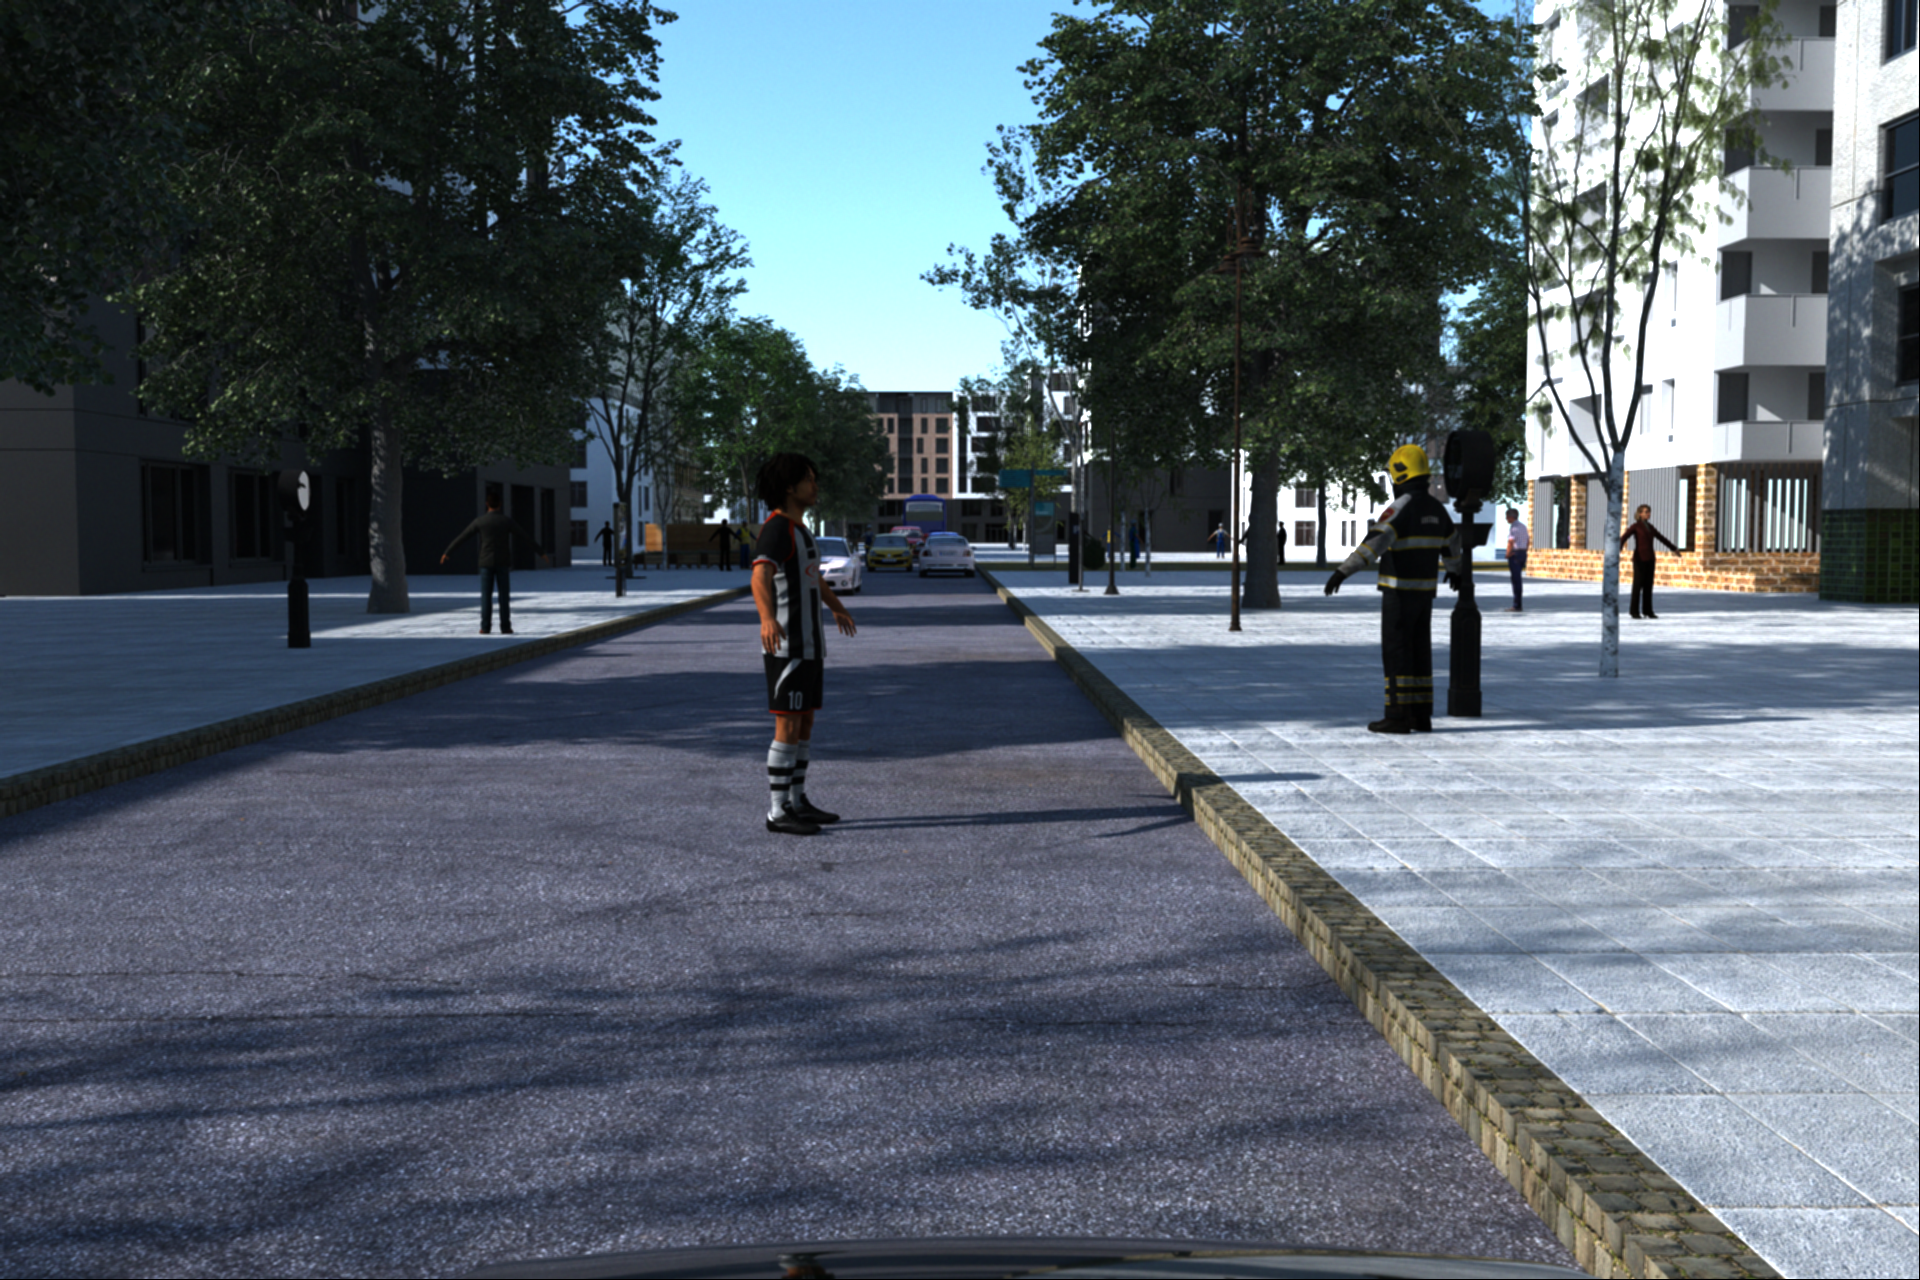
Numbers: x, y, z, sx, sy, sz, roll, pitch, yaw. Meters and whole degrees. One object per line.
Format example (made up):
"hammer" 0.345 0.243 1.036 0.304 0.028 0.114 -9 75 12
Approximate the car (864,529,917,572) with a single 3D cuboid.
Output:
"car" -2.674 -3.454 66.696 2.015 1.641 3.980 0 4 -1

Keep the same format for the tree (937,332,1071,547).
"tree" 4.158 -18.885 164.664 12.611 20.169 13.585 0 3 0

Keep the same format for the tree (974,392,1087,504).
"tree" 4.557 -11.015 114.505 8.767 10.594 7.601 2 4 28

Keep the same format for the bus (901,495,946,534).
"bus" -2.231 -7.094 107.539 2.896 3.916 12.251 0 4 -1

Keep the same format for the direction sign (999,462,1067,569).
"direction sign" 2.710 -4.563 63.371 2.525 3.948 1.411 0 4 -2

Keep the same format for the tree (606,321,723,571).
"tree" -10.232 -6.688 59.705 4.360 8.622 3.978 0 3 0

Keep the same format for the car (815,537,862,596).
"car" -3.391 -1.807 41.900 2.083 1.381 4.827 0 4 0

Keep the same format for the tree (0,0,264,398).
"tree" -9.445 -6.454 12.186 9.857 13.997 8.962 0 3 0

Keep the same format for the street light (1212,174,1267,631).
"street light" 3.647 -3.056 22.761 0.468 5.910 1.993 0 4 0

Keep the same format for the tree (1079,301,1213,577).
"tree" 5.695 -6.216 51.996 4.360 8.622 3.978 0 3 0

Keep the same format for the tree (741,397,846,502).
"tree" -10.609 -10.670 108.866 7.601 10.594 8.767 1 4 14

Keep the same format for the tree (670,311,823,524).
"tree" -9.909 -9.459 80.407 9.928 11.665 9.643 0 3 0

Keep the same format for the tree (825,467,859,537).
"tree" -10.698 -11.755 142.555 4.360 8.622 3.978 0 3 0

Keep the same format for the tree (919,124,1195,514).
"tree" 4.033 -13.836 82.106 12.611 20.169 13.585 0 3 0

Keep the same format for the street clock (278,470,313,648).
"street clock" -7.457 -0.912 19.489 0.358 2.002 0.471 0 3 0

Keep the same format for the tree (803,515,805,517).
"tree" -23.126 -18.462 252.219 4.360 8.622 3.978 0 3 0

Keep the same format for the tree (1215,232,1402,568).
"tree" 13.457 -9.040 65.929 7.486 12.596 7.792 0 3 0

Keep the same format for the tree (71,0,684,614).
"tree" -9.215 -7.413 27.860 9.857 13.997 8.962 0 3 0

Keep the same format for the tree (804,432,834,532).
"tree" -9.989 -10.270 118.279 4.360 8.622 3.978 0 3 0

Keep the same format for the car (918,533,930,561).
"car" -1.396 -5.219 94.367 2.155 1.783 4.494 0 4 0

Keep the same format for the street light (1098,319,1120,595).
"street light" 3.759 -3.915 36.555 1.470 5.913 1.316 0 4 0

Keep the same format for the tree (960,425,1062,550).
"tree" 4.312 -12.670 141.569 8.767 10.594 7.601 0 4 -4

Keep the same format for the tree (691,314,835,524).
"tree" -10.238 -10.504 89.874 7.486 12.596 7.792 0 3 0

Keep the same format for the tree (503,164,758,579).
"tree" -9.604 -7.566 49.466 9.928 11.665 9.643 0 3 0

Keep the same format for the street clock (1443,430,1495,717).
"street clock" 3.557 -0.464 12.157 0.358 2.002 0.471 0 4 0

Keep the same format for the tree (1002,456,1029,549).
"tree" 5.042 -12.426 153.535 4.737 8.622 4.395 0 3 0

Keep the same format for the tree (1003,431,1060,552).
"tree" 4.846 -10.666 124.752 4.737 8.622 4.395 0 3 0

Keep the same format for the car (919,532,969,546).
"car" -0.617 -3.463 66.214 1.945 1.707 3.694 0 4 -1

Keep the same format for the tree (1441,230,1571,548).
"tree" 22.985 -9.709 65.399 9.857 13.997 8.962 0 3 0

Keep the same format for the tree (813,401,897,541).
"tree" -10.544 -15.475 159.673 9.857 13.997 8.962 0 3 0

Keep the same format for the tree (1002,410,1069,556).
"tree" 4.593 -9.258 101.726 4.737 8.622 4.395 0 3 0

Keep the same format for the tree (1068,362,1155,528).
"tree" 6.290 -7.413 71.571 4.360 8.622 3.978 0 3 0

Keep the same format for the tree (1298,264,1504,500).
"tree" 19.626 -10.227 77.574 12.009 13.543 11.850 0 3 0

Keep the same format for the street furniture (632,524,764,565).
"street furniture" -10.336 -4.132 74.411 11.010 1.723 9.812 2 4 35

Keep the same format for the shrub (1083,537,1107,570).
"shrub" 4.783 -3.111 61.982 1.383 1.207 1.383 0 3 0

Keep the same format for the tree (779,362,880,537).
"tree" -10.746 -13.581 128.710 9.857 13.997 8.962 0 3 0

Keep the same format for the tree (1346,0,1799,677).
"tree" 5.864 -3.960 15.108 4.360 8.622 3.978 0 3 0

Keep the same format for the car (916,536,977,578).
"car" -0.461 -2.823 58.516 2.083 1.381 4.827 0 4 -1

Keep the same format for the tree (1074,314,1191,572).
"tree" 5.740 -6.626 58.692 4.737 8.622 4.395 0 3 0

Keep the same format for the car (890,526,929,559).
"car" -2.695 -4.790 86.990 2.281 1.827 5.304 0 3 0
